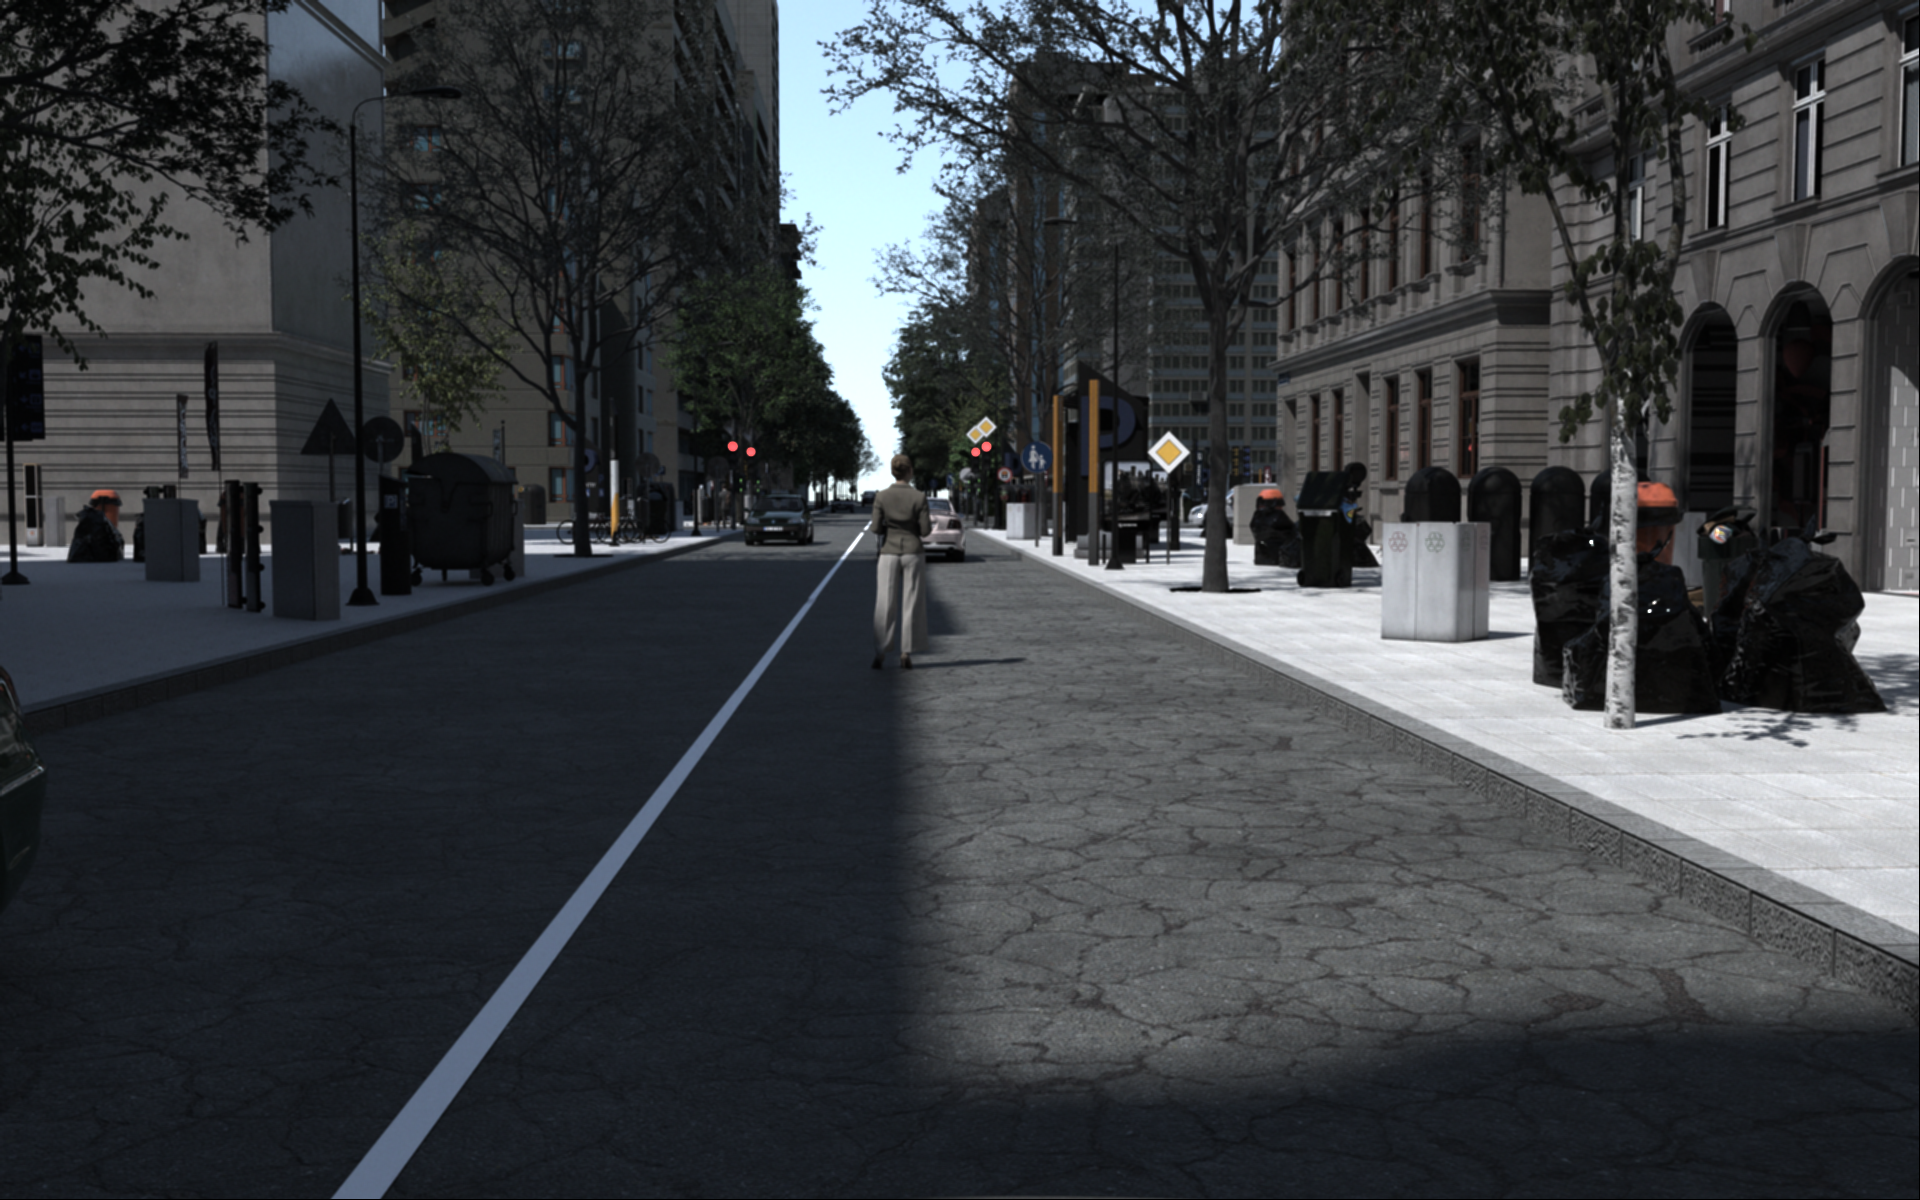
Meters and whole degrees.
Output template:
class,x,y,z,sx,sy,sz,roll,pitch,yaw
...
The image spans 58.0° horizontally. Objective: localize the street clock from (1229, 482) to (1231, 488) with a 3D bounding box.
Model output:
class,x,y,z,sx,sy,sz,roll,pitch,yaw
street clock,14.846,-5.635,96.694,0.471,2.002,0.358,-1,4,-8

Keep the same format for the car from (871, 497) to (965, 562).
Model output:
class,x,y,z,sx,sy,sz,roll,pitch,yaw
car,-0.900,-1.572,38.060,2.083,1.381,4.827,0,4,-3

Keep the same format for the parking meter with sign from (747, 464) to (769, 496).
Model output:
class,x,y,z,sx,sy,sz,roll,pitch,yaw
parking meter with sign,-11.612,-6.173,97.188,1.738,3.016,0.543,-1,4,-15

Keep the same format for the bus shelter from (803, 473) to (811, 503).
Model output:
class,x,y,z,sx,sy,sz,roll,pitch,yaw
bus shelter,-12.580,-8.624,134.927,2.014,3.302,5.546,0,4,-2

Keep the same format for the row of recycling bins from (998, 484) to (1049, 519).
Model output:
class,x,y,z,sx,sy,sz,roll,pitch,yaw
row of recycling bins,2.468,-3.998,72.478,1.069,1.692,3.534,2,4,25

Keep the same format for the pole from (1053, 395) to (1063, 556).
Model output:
class,x,y,z,sx,sy,sz,roll,pitch,yaw
pole,2.031,-2.571,35.874,0.158,3.312,0.155,0,3,0

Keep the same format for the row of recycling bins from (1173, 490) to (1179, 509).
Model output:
class,x,y,z,sx,sy,sz,roll,pitch,yaw
row of recycling bins,12.728,-6.493,113.272,3.534,1.692,1.069,-2,4,-29

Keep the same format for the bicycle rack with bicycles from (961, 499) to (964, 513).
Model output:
class,x,y,z,sx,sy,sz,roll,pitch,yaw
bicycle rack with bicycles,0.457,-6.224,115.149,2.925,0.926,2.852,0,4,7

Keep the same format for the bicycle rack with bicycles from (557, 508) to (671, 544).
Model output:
class,x,y,z,sx,sy,sz,roll,pitch,yaw
bicycle rack with bicycles,-9.047,-1.955,45.352,2.925,0.926,2.852,-1,4,-12

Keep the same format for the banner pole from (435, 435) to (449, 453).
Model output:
class,x,y,z,sx,sy,sz,roll,pitch,yaw
banner pole,-21.713,-5.065,72.834,0.401,3.779,0.863,3,4,37

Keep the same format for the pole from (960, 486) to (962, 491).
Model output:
class,x,y,z,sx,sy,sz,roll,pitch,yaw
pole,0.073,-8.379,130.842,0.158,3.312,0.155,0,3,0

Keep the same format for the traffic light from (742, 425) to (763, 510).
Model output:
class,x,y,z,sx,sy,sz,roll,pitch,yaw
traffic light,-8.397,-4.958,69.988,0.839,4.253,0.868,0,4,-2

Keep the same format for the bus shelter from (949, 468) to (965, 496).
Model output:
class,x,y,z,sx,sy,sz,roll,pitch,yaw
bus shelter,0.010,-9.958,140.448,2.179,5.291,8.768,0,4,-2

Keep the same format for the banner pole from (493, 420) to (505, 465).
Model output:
class,x,y,z,sx,sy,sz,roll,pitch,yaw
banner pole,-15.633,-4.212,58.883,0.863,3.779,0.401,3,5,43

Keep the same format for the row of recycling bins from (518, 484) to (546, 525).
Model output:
class,x,y,z,sx,sy,sz,roll,pitch,yaw
row of recycling bins,-18.078,-4.048,73.297,1.069,1.692,3.534,-1,4,-19

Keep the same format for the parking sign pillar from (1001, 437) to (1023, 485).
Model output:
class,x,y,z,sx,sy,sz,roll,pitch,yaw
parking sign pillar,2.461,-5.713,81.877,1.447,3.967,1.447,3,4,36

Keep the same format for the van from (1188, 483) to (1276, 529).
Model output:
class,x,y,z,sx,sy,sz,roll,pitch,yaw
van,10.829,-3.636,66.456,4.112,2.044,2.013,0,4,-1

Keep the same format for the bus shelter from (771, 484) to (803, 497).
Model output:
class,x,y,z,sx,sy,sz,roll,pitch,yaw
bus shelter,-11.758,-7.411,115.085,2.014,3.302,5.546,0,4,-2

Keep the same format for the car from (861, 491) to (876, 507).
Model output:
class,x,y,z,sx,sy,sz,roll,pitch,yaw
car,-10.198,-11.559,197.654,2.281,1.827,5.304,0,4,-2

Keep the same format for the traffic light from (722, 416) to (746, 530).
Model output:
class,x,y,z,sx,sy,sz,roll,pitch,yaw
traffic light,-8.084,-4.470,62.009,0.839,4.253,0.868,0,4,-2

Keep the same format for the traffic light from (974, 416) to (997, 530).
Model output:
class,x,y,z,sx,sy,sz,roll,pitch,yaw
traffic light,0.920,-4.493,62.376,0.839,4.253,0.868,0,4,-2

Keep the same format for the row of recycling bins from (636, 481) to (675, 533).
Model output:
class,x,y,z,sx,sy,sz,roll,pitch,yaw
row of recycling bins,-10.194,-3.105,57.877,1.069,1.692,3.534,0,4,-1

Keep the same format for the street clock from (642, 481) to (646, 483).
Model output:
class,x,y,z,sx,sy,sz,roll,pitch,yaw
street clock,-16.845,-5.414,93.091,0.471,2.002,0.358,2,4,32

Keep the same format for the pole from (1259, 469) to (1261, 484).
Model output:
class,x,y,z,sx,sy,sz,roll,pitch,yaw
pole,23.982,-8.843,138.427,0.158,3.312,0.155,0,3,0

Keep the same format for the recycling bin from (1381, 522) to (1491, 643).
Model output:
class,x,y,z,sx,sy,sz,roll,pitch,yaw
recycling bin,4.215,-0.171,15.345,0.722,1.027,0.722,3,5,41

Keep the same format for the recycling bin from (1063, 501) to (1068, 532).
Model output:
class,x,y,z,sx,sy,sz,roll,pitch,yaw
recycling bin,3.984,-2.871,59.493,0.722,1.027,0.722,2,4,23

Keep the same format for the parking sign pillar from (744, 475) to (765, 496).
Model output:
class,x,y,z,sx,sy,sz,roll,pitch,yaw
parking sign pillar,-16.218,-9.228,139.342,1.447,3.967,1.447,-3,5,-41

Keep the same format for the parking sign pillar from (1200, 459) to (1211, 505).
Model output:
class,x,y,z,sx,sy,sz,roll,pitch,yaw
parking sign pillar,18.943,-8.810,132.511,1.447,3.967,1.447,-2,4,-32

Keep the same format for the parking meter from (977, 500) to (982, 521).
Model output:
class,x,y,z,sx,sy,sz,roll,pitch,yaw
parking meter,0.889,-4.501,82.009,0.372,1.533,0.369,0,3,0

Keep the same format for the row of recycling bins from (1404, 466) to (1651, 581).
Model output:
class,x,y,z,sx,sy,sz,roll,pitch,yaw
row of recycling bins,8.436,-1.141,25.765,3.534,1.692,1.069,1,4,9

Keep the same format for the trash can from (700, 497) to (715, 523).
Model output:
class,x,y,z,sx,sy,sz,roll,pitch,yaw
trash can,-10.811,-3.840,74.440,0.748,1.137,0.748,0,3,0

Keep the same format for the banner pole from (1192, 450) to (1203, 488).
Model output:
class,x,y,z,sx,sy,sz,roll,pitch,yaw
banner pole,11.945,-5.965,87.548,0.401,3.779,0.863,-3,5,-40

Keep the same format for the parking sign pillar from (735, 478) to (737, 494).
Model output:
class,x,y,z,sx,sy,sz,roll,pitch,yaw
parking sign pillar,-18.212,-9.496,143.724,1.447,3.967,1.447,1,4,19

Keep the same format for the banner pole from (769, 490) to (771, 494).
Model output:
class,x,y,z,sx,sy,sz,roll,pitch,yaw
banner pole,-11.525,-7.031,104.967,0.401,3.779,0.863,0,4,-7

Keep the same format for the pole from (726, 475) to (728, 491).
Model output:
class,x,y,z,sx,sy,sz,roll,pitch,yaw
pole,-19.358,-9.188,144.066,0.158,3.312,0.155,0,3,0

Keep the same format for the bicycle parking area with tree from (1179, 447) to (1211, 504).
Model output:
class,x,y,z,sx,sy,sz,roll,pitch,yaw
bicycle parking area with tree,12.578,-7.324,106.749,8.231,4.147,9.016,2,4,25

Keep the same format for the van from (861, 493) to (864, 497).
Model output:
class,x,y,z,sx,sy,sz,roll,pitch,yaw
van,-11.564,-13.015,219.812,2.013,2.044,4.112,0,4,-2

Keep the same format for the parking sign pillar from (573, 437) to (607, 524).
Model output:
class,x,y,z,sx,sy,sz,roll,pitch,yaw
parking sign pillar,-15.971,-5.266,74.566,1.447,3.967,1.447,2,4,26

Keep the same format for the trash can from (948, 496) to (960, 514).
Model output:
class,x,y,z,sx,sy,sz,roll,pitch,yaw
trash can,-0.398,-5.939,108.753,0.748,1.137,0.748,0,3,0

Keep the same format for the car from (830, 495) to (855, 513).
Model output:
class,x,y,z,sx,sy,sz,roll,pitch,yaw
car,-9.027,-7.388,133.375,1.945,1.354,3.894,0,4,-2

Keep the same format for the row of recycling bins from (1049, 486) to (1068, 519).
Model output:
class,x,y,z,sx,sy,sz,roll,pitch,yaw
row of recycling bins,5.570,-4.871,86.752,1.069,1.692,3.534,-3,5,-43

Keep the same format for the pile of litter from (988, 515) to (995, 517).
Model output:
class,x,y,z,sx,sy,sz,roll,pitch,yaw
pile of litter,1.813,-5.172,98.522,1.176,0.858,1.719,-2,4,-24

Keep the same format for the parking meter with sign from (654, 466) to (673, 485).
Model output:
class,x,y,z,sx,sy,sz,roll,pitch,yaw
parking meter with sign,-18.321,-6.874,108.656,0.543,3.016,1.738,1,4,20

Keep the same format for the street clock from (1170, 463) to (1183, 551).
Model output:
class,x,y,z,sx,sy,sz,roll,pitch,yaw
street clock,4.862,-2.116,39.163,0.358,2.002,0.471,2,4,24

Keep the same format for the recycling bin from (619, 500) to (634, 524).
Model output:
class,x,y,z,sx,sy,sz,roll,pitch,yaw
recycling bin,-14.510,-3.816,74.952,0.722,1.027,0.722,-1,4,-19

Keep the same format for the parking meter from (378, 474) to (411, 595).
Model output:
class,x,y,z,sx,sy,sz,roll,pitch,yaw
parking meter,-7.199,-0.835,22.071,0.372,1.533,0.369,0,3,0

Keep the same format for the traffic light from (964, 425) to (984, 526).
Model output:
class,x,y,z,sx,sy,sz,roll,pitch,yaw
traffic light,0.607,-4.981,70.355,0.839,4.253,0.868,0,4,-2

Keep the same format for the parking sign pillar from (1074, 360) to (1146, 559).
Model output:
class,x,y,z,sx,sy,sz,roll,pitch,yaw
parking sign pillar,2.999,-2.818,34.543,1.447,3.967,1.447,0,4,7

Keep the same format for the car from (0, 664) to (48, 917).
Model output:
class,x,y,z,sx,sy,sz,roll,pitch,yaw
car,-3.437,0.542,2.942,2.131,1.459,4.920,0,4,-2

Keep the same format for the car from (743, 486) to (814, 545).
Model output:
class,x,y,z,sx,sy,sz,roll,pitch,yaw
car,-5.150,-2.430,49.519,2.009,1.686,4.222,0,4,-1

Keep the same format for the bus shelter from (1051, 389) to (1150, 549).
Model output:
class,x,y,z,sx,sy,sz,roll,pitch,yaw
bus shelter,3.347,-3.100,41.973,1.731,3.624,6.357,0,4,-2

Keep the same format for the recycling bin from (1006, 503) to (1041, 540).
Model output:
class,x,y,z,sx,sy,sz,roll,pitch,yaw
recycling bin,1.796,-2.222,48.887,0.722,1.027,0.722,-3,5,-41

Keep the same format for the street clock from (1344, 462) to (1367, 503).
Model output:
class,x,y,z,sx,sy,sz,roll,pitch,yaw
street clock,9.023,-2.141,39.576,0.471,2.002,0.358,-1,4,-20

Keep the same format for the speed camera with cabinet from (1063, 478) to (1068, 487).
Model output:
class,x,y,z,sx,sy,sz,roll,pitch,yaw
speed camera with cabinet,5.410,-6.360,98.313,2.038,3.252,0.660,-3,5,-43

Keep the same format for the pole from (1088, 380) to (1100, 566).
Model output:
class,x,y,z,sx,sy,sz,roll,pitch,yaw
pole,2.402,-2.273,31.013,0.158,3.312,0.155,0,3,0

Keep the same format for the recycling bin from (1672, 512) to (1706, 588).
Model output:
class,x,y,z,sx,sy,sz,roll,pitch,yaw
recycling bin,9.734,-0.690,23.839,0.722,1.027,0.722,-2,4,-28

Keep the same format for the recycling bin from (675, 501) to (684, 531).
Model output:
class,x,y,z,sx,sy,sz,roll,pitch,yaw
recycling bin,-10.130,-2.942,60.651,0.722,1.027,0.722,1,4,11
